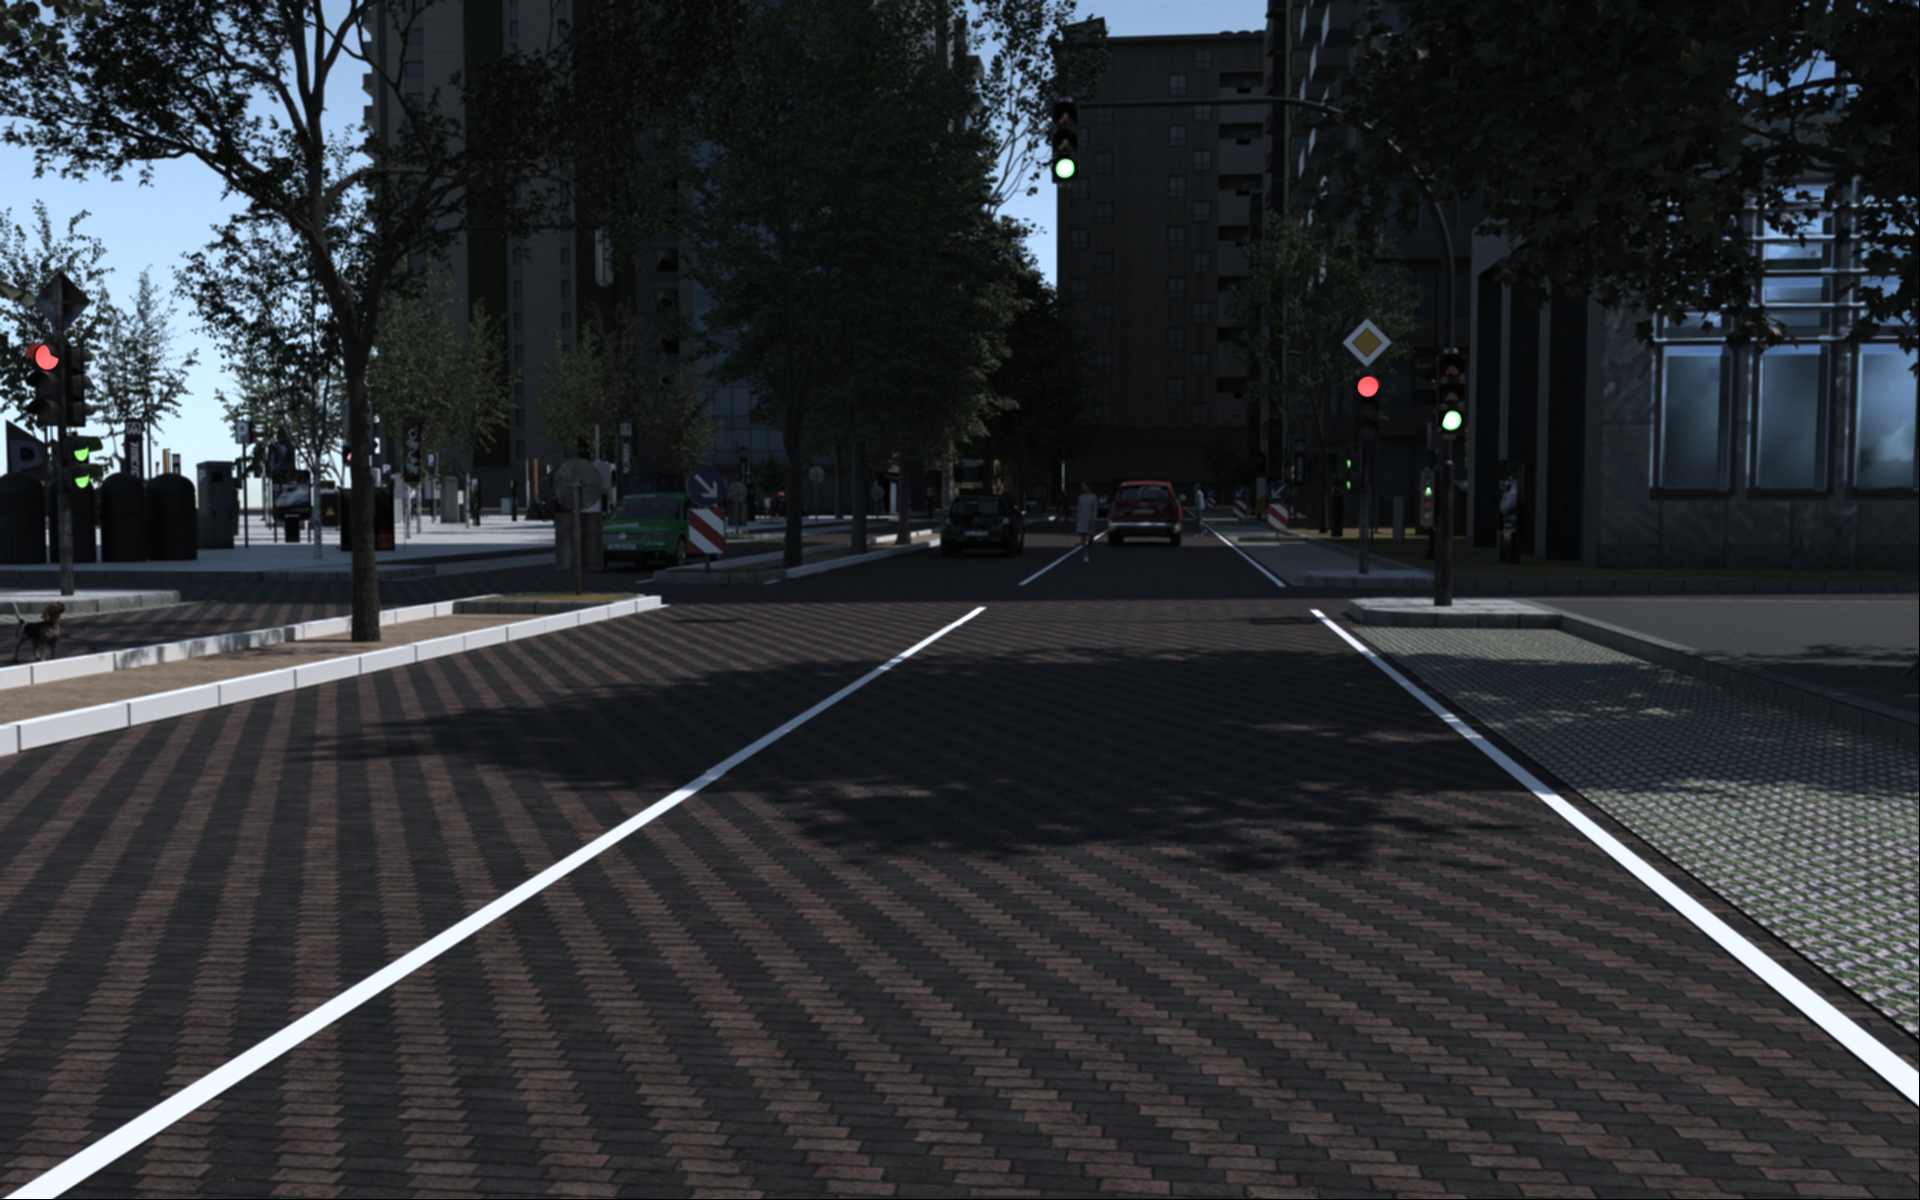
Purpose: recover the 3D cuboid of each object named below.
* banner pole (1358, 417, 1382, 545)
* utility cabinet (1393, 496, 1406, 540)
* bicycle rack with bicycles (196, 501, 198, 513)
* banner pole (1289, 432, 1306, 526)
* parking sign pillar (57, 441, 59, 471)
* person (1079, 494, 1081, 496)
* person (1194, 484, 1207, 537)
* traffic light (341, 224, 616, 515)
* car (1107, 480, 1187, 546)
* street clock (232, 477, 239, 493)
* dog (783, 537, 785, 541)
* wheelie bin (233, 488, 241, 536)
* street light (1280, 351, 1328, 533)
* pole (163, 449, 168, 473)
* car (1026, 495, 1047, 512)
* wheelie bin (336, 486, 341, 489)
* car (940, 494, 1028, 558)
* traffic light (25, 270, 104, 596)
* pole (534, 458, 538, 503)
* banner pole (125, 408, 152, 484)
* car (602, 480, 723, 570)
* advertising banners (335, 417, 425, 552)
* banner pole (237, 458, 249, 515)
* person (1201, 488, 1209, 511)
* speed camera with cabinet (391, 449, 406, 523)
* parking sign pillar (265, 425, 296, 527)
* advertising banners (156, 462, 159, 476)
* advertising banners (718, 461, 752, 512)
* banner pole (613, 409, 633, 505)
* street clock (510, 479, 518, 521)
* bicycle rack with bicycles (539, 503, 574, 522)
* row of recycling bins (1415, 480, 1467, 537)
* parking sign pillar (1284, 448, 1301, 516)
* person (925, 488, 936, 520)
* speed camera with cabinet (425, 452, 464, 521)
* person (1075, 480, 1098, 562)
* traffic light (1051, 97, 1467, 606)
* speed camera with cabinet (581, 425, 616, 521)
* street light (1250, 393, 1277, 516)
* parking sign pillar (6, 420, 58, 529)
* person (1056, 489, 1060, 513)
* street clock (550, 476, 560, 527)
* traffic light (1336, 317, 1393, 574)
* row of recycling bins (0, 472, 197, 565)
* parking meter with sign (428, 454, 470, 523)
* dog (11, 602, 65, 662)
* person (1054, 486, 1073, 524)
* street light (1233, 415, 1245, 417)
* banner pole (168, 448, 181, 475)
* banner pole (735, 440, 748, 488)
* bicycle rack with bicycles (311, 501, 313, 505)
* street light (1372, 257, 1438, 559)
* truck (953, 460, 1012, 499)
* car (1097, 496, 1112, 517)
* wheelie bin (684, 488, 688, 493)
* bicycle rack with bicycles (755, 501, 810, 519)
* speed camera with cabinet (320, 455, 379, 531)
[{"bbox_3d":[10.407,-3.318,44.272,0.401,3.779,0.863,-2,4,-25],"label":"banner pole"},{"bbox_3d":[12.452,-2.319,49.083,0.306,1.237,1.020,1,4,17],"label":"utility cabinet"},{"bbox_3d":[-37.835,-4.452,86.173,2.852,0.926,2.925,-3,4,-36],"label":"bicycle rack with bicycles"},{"bbox_3d":[13.470,-4.859,69.469,0.863,3.779,0.401,0,4,3],"label":"banner pole"},{"bbox_3d":[-42.812,-5.788,83.111,1.447,3.967,1.447,-3,5,-42],"label":"parking sign pillar"},{"bbox_3d":[10.117,-8.166,145.278,0.557,1.426,1.065,1,4,17],"label":"person"},{"bbox_3d":[8.037,-3.005,57.977,0.444,1.785,0.601,2,4,31],"label":"person"},{"bbox_3d":[-8.239,-3.353,29.495,4.771,5.953,1.251,0,4,7],"label":"traffic light"},{"bbox_3d":[5.325,-2.499,49.525,2.281,1.827,5.304,0,4,8],"label":"car"},{"bbox_3d":[-31.528,-4.325,75.291,0.471,2.002,0.358,3,5,43],"label":"street clock"},{"bbox_3d":[-5.133,-2.004,52.952,0.550,0.427,0.748,0,4,0],"label":"dog"},{"bbox_3d":[-22.583,-2.779,53.351,0.980,1.594,0.693,3,5,45],"label":"wheelie bin"},{"bbox_3d":[11.341,-5.134,56.490,1.470,5.913,1.316,0,4,7],"label":"street light"},{"bbox_3d":[-35.928,-5.170,78.379,0.158,3.312,0.155,0,3,0],"label":"pole"},{"bbox_3d":[6.024,-7.744,139.198,1.945,1.354,3.894,0,4,7],"label":"car"},{"bbox_3d":[-24.039,-3.614,66.996,0.693,1.594,0.980,-1,4,-10],"label":"wheelie bin"},{"bbox_3d":[0.551,-1.875,40.436,2.009,1.686,4.222,0,4,6],"label":"car"},{"bbox_3d":[-11.272,-2.010,21.778,0.839,4.253,0.868,0,4,7],"label":"traffic light"},{"bbox_3d":[-24.263,-6.436,99.074,0.158,3.312,0.155,0,3,0],"label":"pole"},{"bbox_3d":[-23.782,-3.687,50.307,0.863,3.779,0.401,-2,4,-30],"label":"banner pole"},{"bbox_3d":[-5.893,-1.527,33.765,1.959,1.807,4.718,0,4,7],"label":"car"},{"bbox_3d":[-13.060,-2.625,39.102,2.074,3.025,0.090,-3,5,-39],"label":"advertising banners"},{"bbox_3d":[-43.961,-7.094,105.995,0.401,3.779,0.863,1,4,19],"label":"banner pole"},{"bbox_3d":[18.604,-7.603,132.439,1.348,1.869,0.705,3,4,37],"label":"person"},{"bbox_3d":[-25.261,-5.077,77.348,0.660,3.252,2.038,-2,4,-34],"label":"speed camera with cabinet"},{"bbox_3d":[-26.184,-4.808,67.089,1.447,3.967,1.447,-3,5,-43],"label":"parking sign pillar"},{"bbox_3d":[-43.415,-5.936,93.236,0.090,3.025,2.074,0,4,-6],"label":"advertising banners"},{"bbox_3d":[-11.923,-5.828,91.467,2.074,3.025,0.090,1,4,16],"label":"advertising banners"},{"bbox_3d":[-9.921,-3.719,50.829,0.863,3.779,0.401,2,4,27],"label":"banner pole"},{"bbox_3d":[-20.999,-4.709,81.564,0.358,2.002,0.471,-2,4,-29],"label":"street clock"},{"bbox_3d":[-18.032,-4.097,80.366,2.925,0.926,2.852,-1,4,-21],"label":"bicycle rack with bicycles"},{"bbox_3d":[15.110,-2.852,53.735,1.069,1.692,3.534,0,4,-6],"label":"row of recycling bins"},{"bbox_3d":[19.161,-6.873,100.844,1.447,3.967,1.447,1,4,17],"label":"parking sign pillar"},{"bbox_3d":[-1.664,-5.429,97.690,0.534,1.772,0.576,2,4,27],"label":"person"},{"bbox_3d":[-24.605,-5.399,82.608,0.660,3.252,2.038,2,4,26],"label":"speed camera with cabinet"},{"bbox_3d":[2.685,-1.693,36.930,0.466,1.731,0.760,0,4,-6],"label":"person"},{"bbox_3d":[3.435,-2.767,19.907,4.771,5.953,1.251,0,4,7],"label":"traffic light"},{"bbox_3d":[-10.162,-3.326,48.716,0.660,3.252,2.038,0,4,1],"label":"speed camera with cabinet"},{"bbox_3d":[14.151,-6.524,79.208,1.470,5.913,1.316,0,4,7],"label":"street light"},{"bbox_3d":[-33.852,-4.554,62.931,1.447,3.967,1.447,-3,4,-37],"label":"parking sign pillar"},{"bbox_3d":[7.547,-7.600,132.846,0.705,1.814,1.350,0,4,-1],"label":"person"},{"bbox_3d":[-15.719,-3.850,67.526,0.358,2.002,0.471,2,4,32],"label":"street clock"},{"bbox_3d":[6.468,-2.374,27.730,0.839,4.253,0.868,0,4,7],"label":"traffic light"},{"bbox_3d":[-16.247,-1.563,32.669,3.534,1.692,1.069,-3,5,-44],"label":"row of recycling bins"},{"bbox_3d":[-22.434,-4.883,76.094,0.543,3.016,1.738,3,5,43],"label":"parking meter with sign"},{"bbox_3d":[-7.863,0.276,14.782,0.540,0.507,0.406,-1,4,-10],"label":"dog"},{"bbox_3d":[5.026,-4.635,84.243,0.822,1.834,0.622,1,4,21],"label":"person"},{"bbox_3d":[16.707,-7.899,101.684,1.470,5.913,1.316,0,4,7],"label":"street light"},{"bbox_3d":[-43.095,-6.418,94.959,0.401,3.779,0.863,3,4,38],"label":"banner pole"},{"bbox_3d":[-10.202,-5.541,80.604,0.863,3.779,0.401,-3,5,-44],"label":"banner pole"},{"bbox_3d":[-33.234,-4.745,90.966,2.925,0.926,2.852,1,4,11],"label":"bicycle rack with bicycles"},{"bbox_3d":[8.765,-3.760,34.017,1.470,5.913,1.316,0,4,7],"label":"street light"},{"bbox_3d":[1.242,-6.331,99.432,3.469,3.379,9.791,0,4,8],"label":"truck"},{"bbox_3d":[7.592,-4.892,92.558,1.945,1.354,3.894,0,4,8],"label":"car"},{"bbox_3d":[-13.877,-4.796,86.329,0.980,1.594,0.693,2,4,27],"label":"wheelie bin"},{"bbox_3d":[-9.507,-4.628,89.051,2.925,0.926,2.852,1,4,22],"label":"bicycle rack with bicycles"},{"bbox_3d":[-21.503,-4.066,60.821,2.038,3.252,0.660,-1,4,-10],"label":"speed camera with cabinet"}]
